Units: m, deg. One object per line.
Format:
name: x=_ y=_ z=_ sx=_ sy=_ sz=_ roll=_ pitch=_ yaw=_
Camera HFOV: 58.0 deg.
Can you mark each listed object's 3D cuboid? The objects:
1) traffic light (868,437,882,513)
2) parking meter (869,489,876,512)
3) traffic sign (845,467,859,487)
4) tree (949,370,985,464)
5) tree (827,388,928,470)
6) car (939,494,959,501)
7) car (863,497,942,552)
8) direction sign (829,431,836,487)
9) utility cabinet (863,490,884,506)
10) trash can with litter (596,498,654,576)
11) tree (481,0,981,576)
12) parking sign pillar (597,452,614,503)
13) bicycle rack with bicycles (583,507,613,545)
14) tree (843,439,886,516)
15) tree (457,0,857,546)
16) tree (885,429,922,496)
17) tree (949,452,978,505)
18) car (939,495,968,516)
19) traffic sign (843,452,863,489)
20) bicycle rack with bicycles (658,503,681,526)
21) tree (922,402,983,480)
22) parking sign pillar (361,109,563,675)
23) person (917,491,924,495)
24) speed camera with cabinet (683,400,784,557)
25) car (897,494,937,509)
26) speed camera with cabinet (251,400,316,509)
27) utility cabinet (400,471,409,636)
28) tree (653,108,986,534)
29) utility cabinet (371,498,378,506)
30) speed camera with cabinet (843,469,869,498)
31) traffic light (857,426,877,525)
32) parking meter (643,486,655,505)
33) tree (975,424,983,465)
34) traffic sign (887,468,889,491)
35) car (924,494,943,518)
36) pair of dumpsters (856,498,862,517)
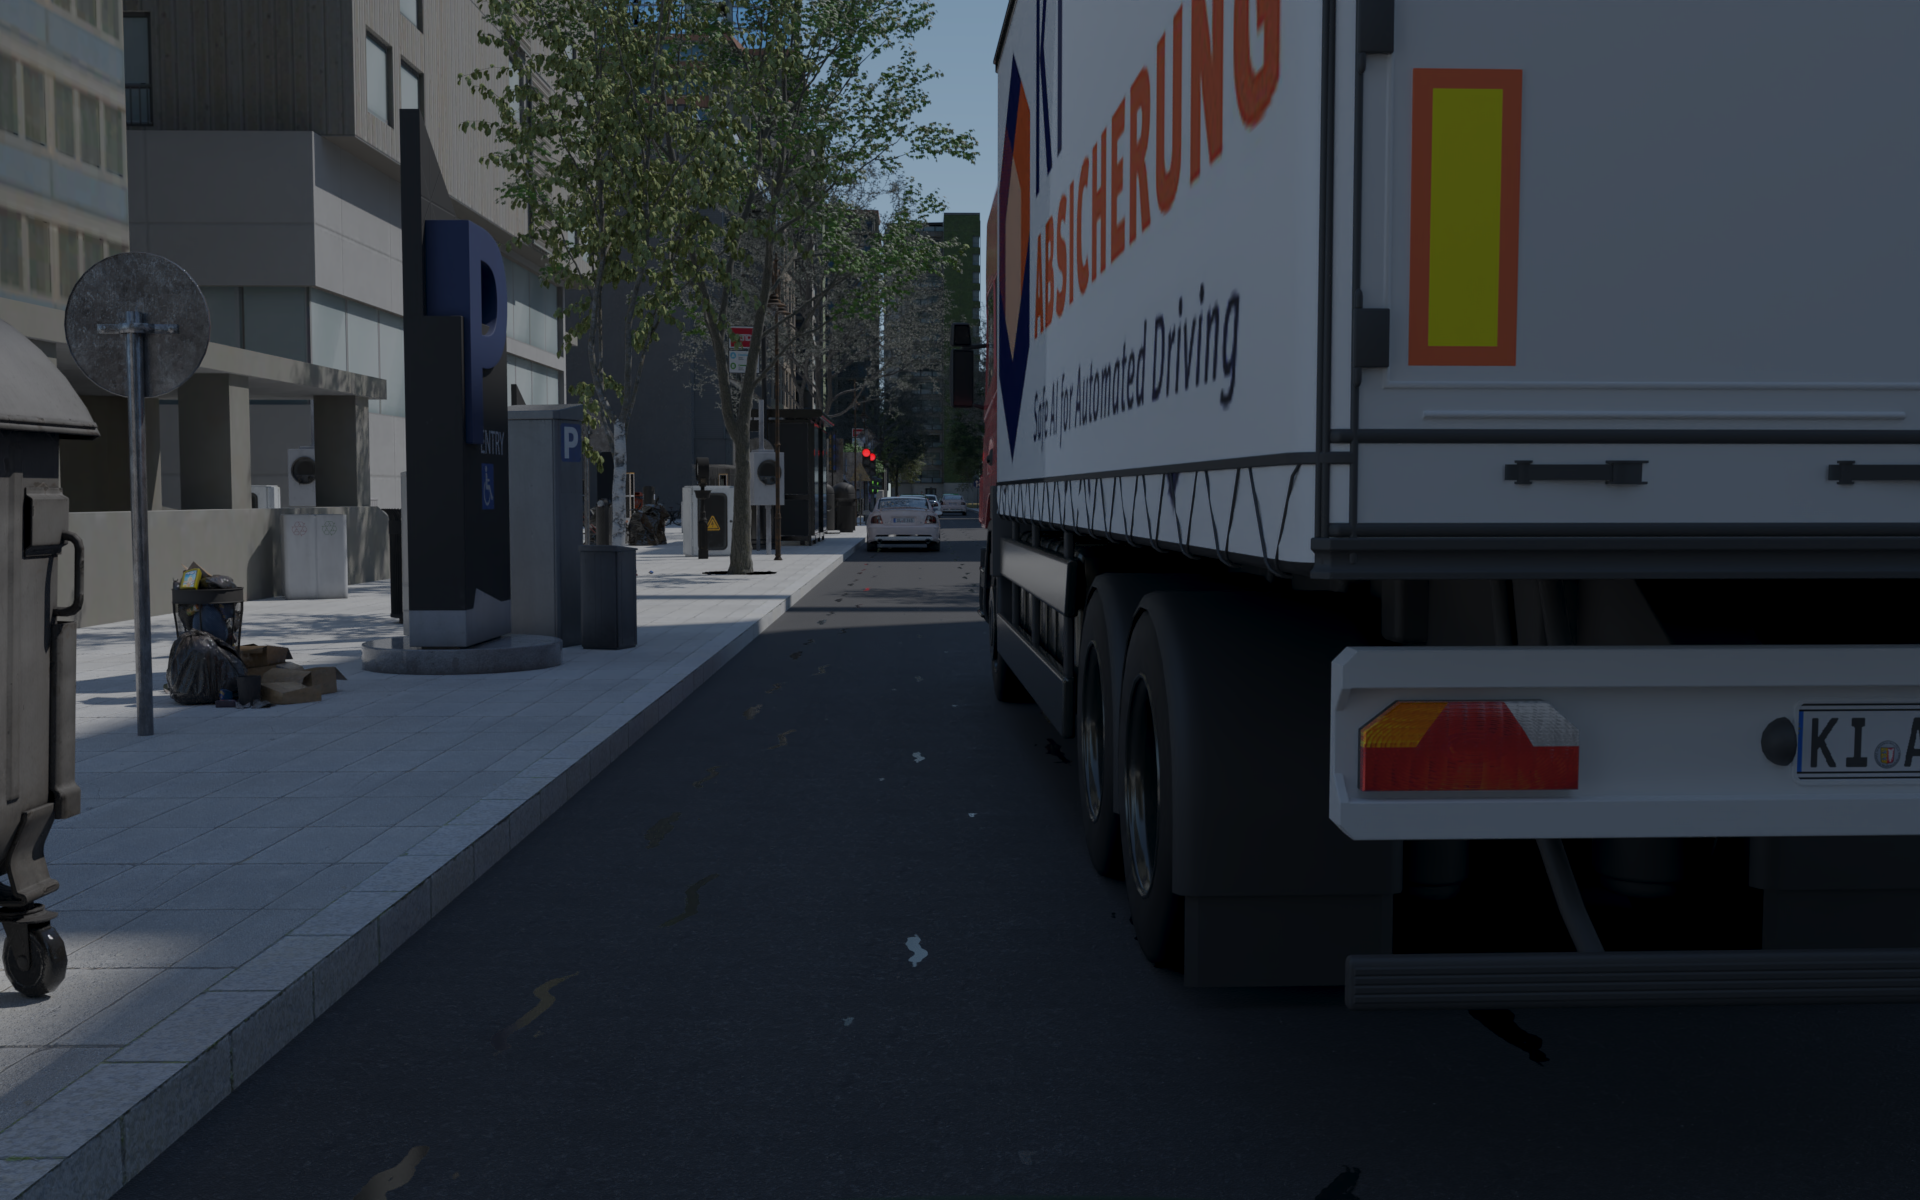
traffic light: x=-4.029 y=-5.554 z=79.733 sx=0.839 sy=4.253 sz=0.868 roll=0 pitch=4 yaw=-1
parking meter: x=-4.376 y=-4.783 z=86.621 sx=0.372 sy=1.533 sz=0.369 roll=0 pitch=3 yaw=0
traffic sign: x=-5.081 y=-5.035 z=82.421 sx=0.768 sy=2.556 sz=0.104 roll=0 pitch=4 yaw=6
tree: x=2.716 y=-10.748 z=110.140 sx=7.601 sy=10.594 sz=8.767 roll=0 pitch=4 yaw=5
tree: x=-6.881 y=-12.950 z=146.143 sx=8.767 sy=10.594 sz=7.601 roll=-1 pitch=4 yaw=-14
car: x=-0.715 y=-7.944 z=138.683 sx=1.959 sy=1.807 sz=4.718 roll=0 pitch=4 yaw=0
car: x=-1.475 y=-1.973 z=44.624 sx=2.083 sy=1.381 sz=4.827 roll=0 pitch=4 yaw=-3
direction sign: x=-4.623 y=-4.331 z=62.806 sx=0.379 sy=3.537 sz=0.876 roll=-1 pitch=4 yaw=-20
utility cabinet: x=-4.941 y=-5.498 z=98.565 sx=1.173 sy=1.500 sz=0.318 roll=1 pitch=4 yaw=10
trash can with litter: x=-5.651 y=-0.994 z=27.313 sx=1.678 sy=1.210 sz=2.233 roll=-1 pitch=4 yaw=-21
tree: x=-3.541 y=-6.203 z=27.169 sx=9.928 sy=11.665 sz=9.643 roll=0 pitch=3 yaw=0
parking sign pillar: x=-16.661 y=-5.761 z=82.657 sx=1.447 sy=3.967 sz=1.447 roll=-1 pitch=4 yaw=-11
bicycle rack with bicycles: x=-9.771 y=-1.676 z=40.790 sx=2.925 sy=0.926 sz=2.852 roll=2 pitch=4 yaw=27
tree: x=-6.029 y=-7.209 z=101.581 sx=4.285 sy=4.588 sz=4.351 roll=0 pitch=3 yaw=0
tree: x=-3.443 y=-4.148 z=18.186 sx=4.737 sy=8.622 sz=4.395 roll=0 pitch=3 yaw=0
tree: x=-7.640 y=-18.270 z=216.834 sx=7.486 sy=12.596 sz=7.792 roll=0 pitch=3 yaw=0
tree: x=0.880 y=-16.213 z=215.441 sx=4.360 sy=8.622 sz=3.978 roll=0 pitch=3 yaw=0
car: x=-0.494 y=-6.399 z=116.988 sx=2.083 sy=1.381 sz=4.827 roll=0 pitch=4 yaw=-1
traffic sign: x=-5.833 y=-5.510 z=83.964 sx=2.265 sy=3.308 sz=0.079 roll=0 pitch=4 yaw=3
bicycle rack with bicycles: x=-11.378 y=-3.496 z=70.536 sx=2.925 sy=0.926 sz=2.852 roll=1 pitch=4 yaw=21
tree: x=1.735 y=-14.816 z=160.370 sx=7.486 sy=12.596 sz=7.792 roll=0 pitch=3 yaw=0
parking sign pillar: x=-3.722 y=-1.492 z=12.863 sx=1.447 sy=3.967 sz=1.447 roll=0 pitch=4 yaw=-1
person: x=-3.986 y=-10.040 z=173.459 sx=0.742 sy=1.727 sz=0.445 roll=0 pitch=4 yaw=1
speed camera with cabinet: x=-4.693 y=-2.543 z=35.913 sx=2.038 sy=3.252 sz=0.660 roll=-2 pitch=4 yaw=-27
car: x=-1.922 y=-3.651 z=69.484 sx=2.009 sy=1.686 sz=4.222 roll=0 pitch=4 yaw=-2
speed camera with cabinet: x=-13.289 y=-2.404 z=33.639 sx=2.038 sy=3.252 sz=0.660 roll=0 pitch=4 yaw=2
utility cabinet: x=-4.443 y=-0.430 z=15.718 sx=1.173 sy=1.500 sz=0.318 roll=-3 pitch=5 yaw=-40
tree: x=-4.585 y=-8.871 z=55.407 sx=12.009 sy=13.543 sz=11.850 roll=0 pitch=3 yaw=0
utility cabinet: x=-11.891 y=-1.410 z=34.213 sx=0.306 sy=1.237 sz=1.020 roll=1 pitch=4 yaw=14
speed camera with cabinet: x=-5.802 y=-5.973 z=91.995 sx=2.038 sy=3.252 sz=0.660 roll=2 pitch=4 yaw=32
traffic light: x=-3.850 y=-5.066 z=71.750 sx=0.839 sy=4.253 sz=0.868 roll=0 pitch=4 yaw=-1
parking meter: x=-9.761 y=-2.810 z=54.361 sx=0.372 sy=1.533 sz=0.369 roll=0 pitch=3 yaw=0
tree: x=3.079 y=-11.433 z=137.292 sx=4.737 sy=8.622 sz=4.395 roll=0 pitch=3 yaw=0
traffic sign: x=-6.688 y=-8.642 z=135.163 sx=2.265 sy=3.308 sz=0.079 roll=0 pitch=4 yaw=8
car: x=-2.029 y=-5.591 z=103.416 sx=2.014 sy=1.417 sz=4.499 roll=0 pitch=4 yaw=0
pair of dumpsters: x=-6.196 y=-5.696 z=95.627 sx=1.574 sy=2.255 sz=4.437 roll=0 pitch=4 yaw=-1
